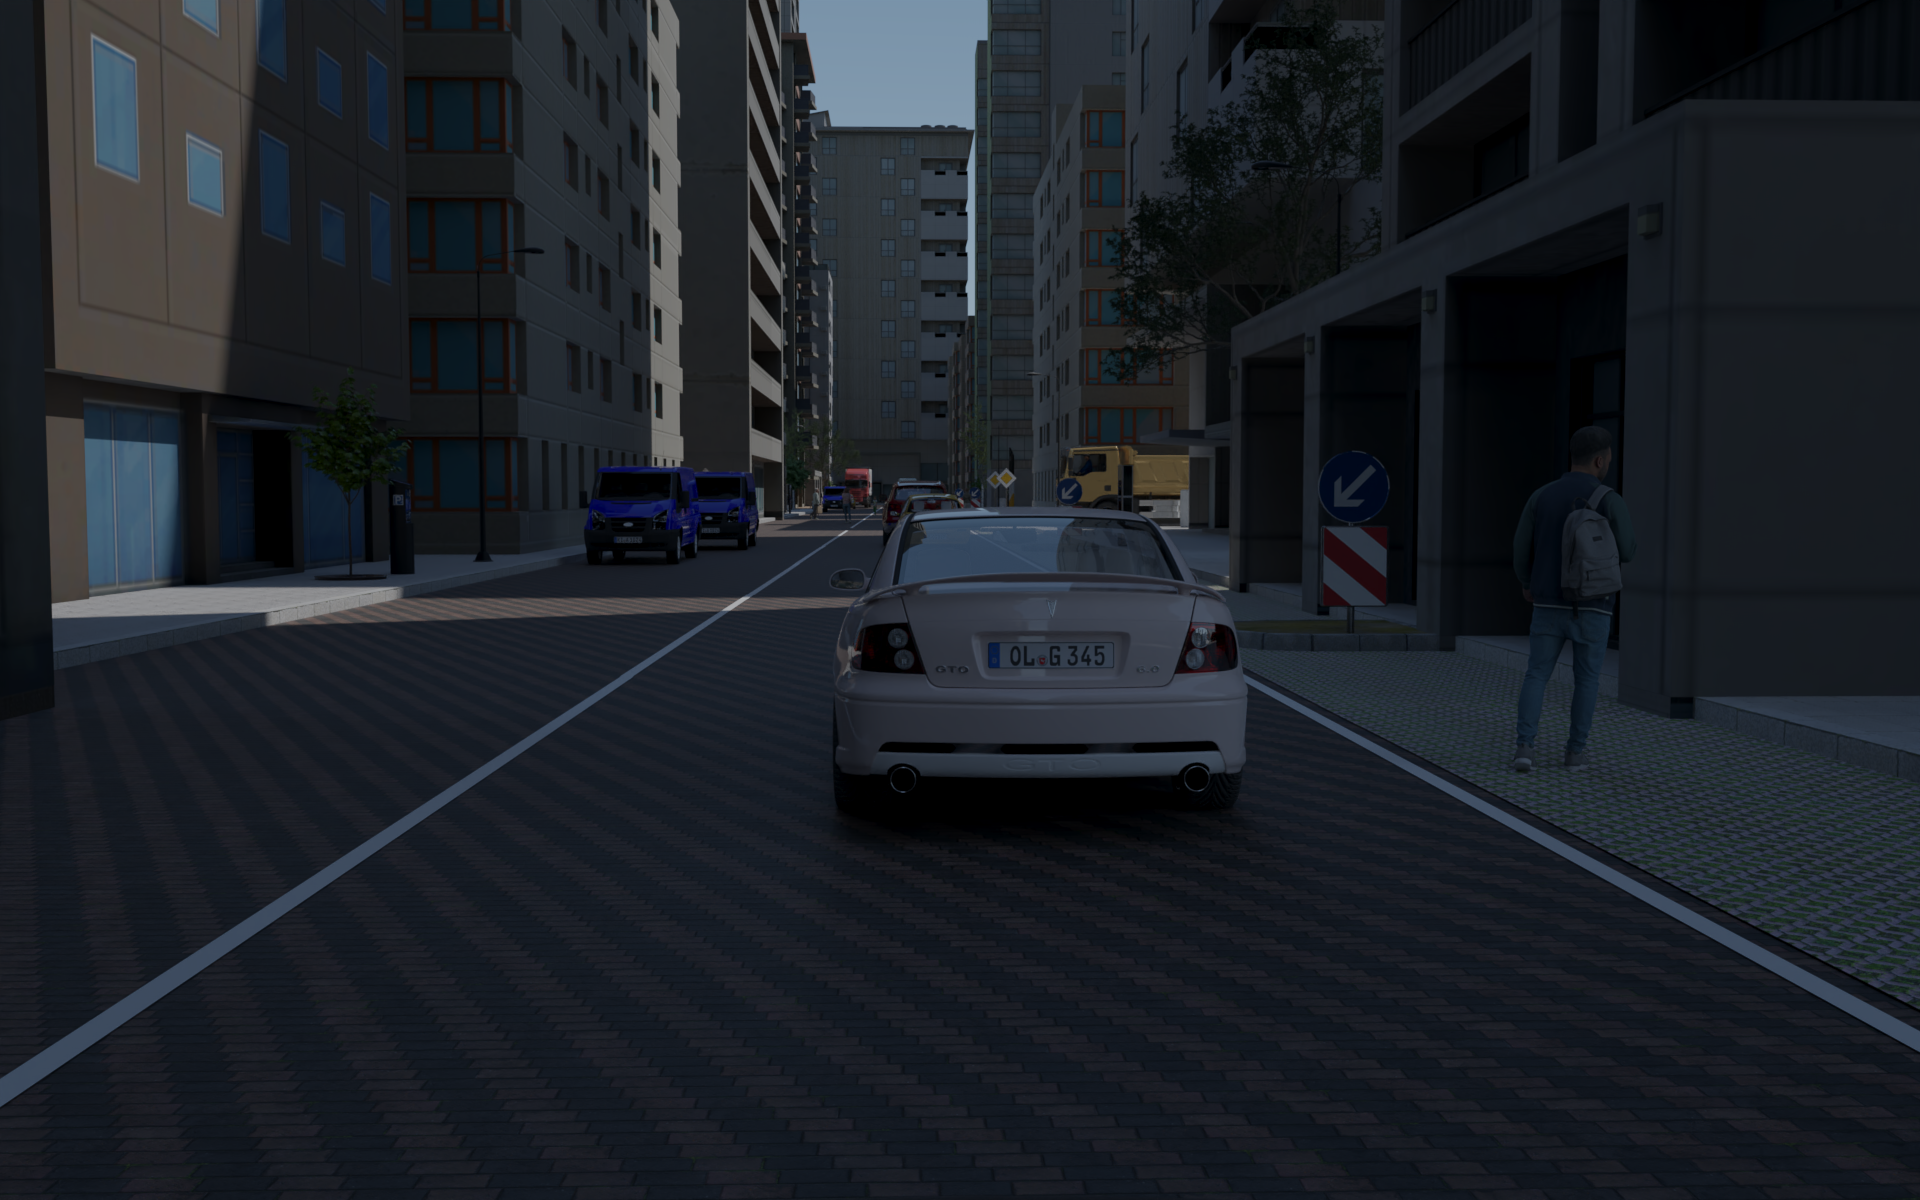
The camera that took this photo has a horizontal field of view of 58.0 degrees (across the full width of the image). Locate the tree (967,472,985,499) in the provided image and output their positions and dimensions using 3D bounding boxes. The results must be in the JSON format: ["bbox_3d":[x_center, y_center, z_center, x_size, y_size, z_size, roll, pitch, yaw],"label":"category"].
[{"bbox_3d":[1.658,-9.653,152.422,1.663,3.219,1.824,0,3,0],"label":"tree"}]

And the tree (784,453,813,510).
[{"bbox_3d":[-13.567,-9.537,139.639,4.285,4.588,4.351,0,3,0],"label":"tree"}]

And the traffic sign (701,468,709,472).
[{"bbox_3d":[-9.709,-3.819,66.088,0.795,2.450,0.064,0,4,-2],"label":"traffic sign"}]

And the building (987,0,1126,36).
[{"bbox_3d":[8.748,-26.421,115.578,14.154,41.232,14.086,0,4,-2],"label":"building"}]

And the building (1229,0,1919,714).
[{"bbox_3d":[14.536,-35.192,13.639,20.563,71.187,20.611,0,4,-2],"label":"building"}]

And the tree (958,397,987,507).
[{"bbox_3d":[1.956,-11.163,132.883,4.737,8.622,4.395,0,3,0],"label":"tree"}]

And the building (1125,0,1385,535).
[{"bbox_3d":[19.888,-28.204,50.371,28.713,52.752,27.495,0,4,-2],"label":"building"}]

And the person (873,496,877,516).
[{"bbox_3d":[-5.607,-6.223,114.502,0.306,1.304,0.590,1,4,11],"label":"person"}]

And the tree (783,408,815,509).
[{"bbox_3d":[-14.279,-11.961,145.927,4.737,8.622,4.395,0,3,0],"label":"tree"}]

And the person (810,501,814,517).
[{"bbox_3d":[-9.136,-5.799,108.336,0.505,1.210,0.382,-3,5,-42],"label":"person"}]

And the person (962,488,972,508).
[{"bbox_3d":[0.397,-5.060,91.777,0.519,1.759,0.362,1,4,18],"label":"person"}]

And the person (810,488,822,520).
[{"bbox_3d":[-8.056,-5.380,96.941,0.515,1.767,0.782,-2,4,-29],"label":"person"}]

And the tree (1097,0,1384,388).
[{"bbox_3d":[5.885,-5.954,31.762,7.601,10.594,8.767,3,5,44],"label":"tree"}]

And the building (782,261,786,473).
[{"bbox_3d":[-26.580,-16.610,116.607,27.650,21.520,28.899,0,4,-2],"label":"building"}]

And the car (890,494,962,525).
[{"bbox_3d":[-0.687,-1.957,42.227,2.015,1.641,3.980,0,4,-3],"label":"car"}]

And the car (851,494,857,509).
[{"bbox_3d":[-10.830,-9.478,165.186,2.015,1.641,3.980,0,4,-2],"label":"car"}]

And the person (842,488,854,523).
[{"bbox_3d":[-5.536,-4.661,85.299,0.593,1.750,0.643,0,4,1],"label":"person"}]

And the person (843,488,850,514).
[{"bbox_3d":[-8.208,-7.201,126.035,0.655,1.846,0.447,3,4,39],"label":"person"}]

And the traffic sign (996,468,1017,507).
[{"bbox_3d":[1.779,-3.841,66.450,0.795,2.450,0.064,0,4,-2],"label":"traffic sign"}]

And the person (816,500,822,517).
[{"bbox_3d":[-9.017,-5.939,110.623,0.505,1.210,0.382,1,4,15],"label":"person"}]

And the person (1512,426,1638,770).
[{"bbox_3d":[3.158,-0.005,8.927,0.623,1.781,0.721,2,4,24],"label":"person"}]

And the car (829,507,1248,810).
[{"bbox_3d":[0.316,0.190,9.255,2.083,1.381,4.827,0,4,-1],"label":"car"}]

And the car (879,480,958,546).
[{"bbox_3d":[-1.177,-2.491,49.398,2.281,1.827,5.304,0,4,-2],"label":"car"}]

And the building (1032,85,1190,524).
[{"bbox_3d":[19.140,-14.845,87.748,28.899,21.520,27.650,0,4,-2],"label":"building"}]

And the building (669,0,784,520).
[{"bbox_3d":[-19.970,-28.079,82.796,21.300,48.544,21.600,0,4,-2],"label":"building"}]

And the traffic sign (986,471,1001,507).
[{"bbox_3d":[1.513,-4.330,74.431,0.795,2.450,0.064,0,4,-2],"label":"traffic sign"}]

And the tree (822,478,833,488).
[{"bbox_3d":[-15.630,-13.051,207.979,1.663,3.219,1.824,0,3,0],"label":"tree"}]

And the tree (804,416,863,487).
[{"bbox_3d":[-15.429,-16.410,202.716,8.767,10.594,7.601,0,4,3],"label":"tree"}]

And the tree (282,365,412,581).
[{"bbox_3d":[-9.053,-1.923,26.040,1.663,3.219,1.824,0,3,0],"label":"tree"}]

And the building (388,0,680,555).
[{"bbox_3d":[-24.231,-12.497,49.371,28.899,21.520,27.650,0,4,-2],"label":"building"}]

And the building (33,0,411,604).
[{"bbox_3d":[-17.378,-22.945,25.257,14.600,45.320,14.200,0,4,-2],"label":"building"}]
